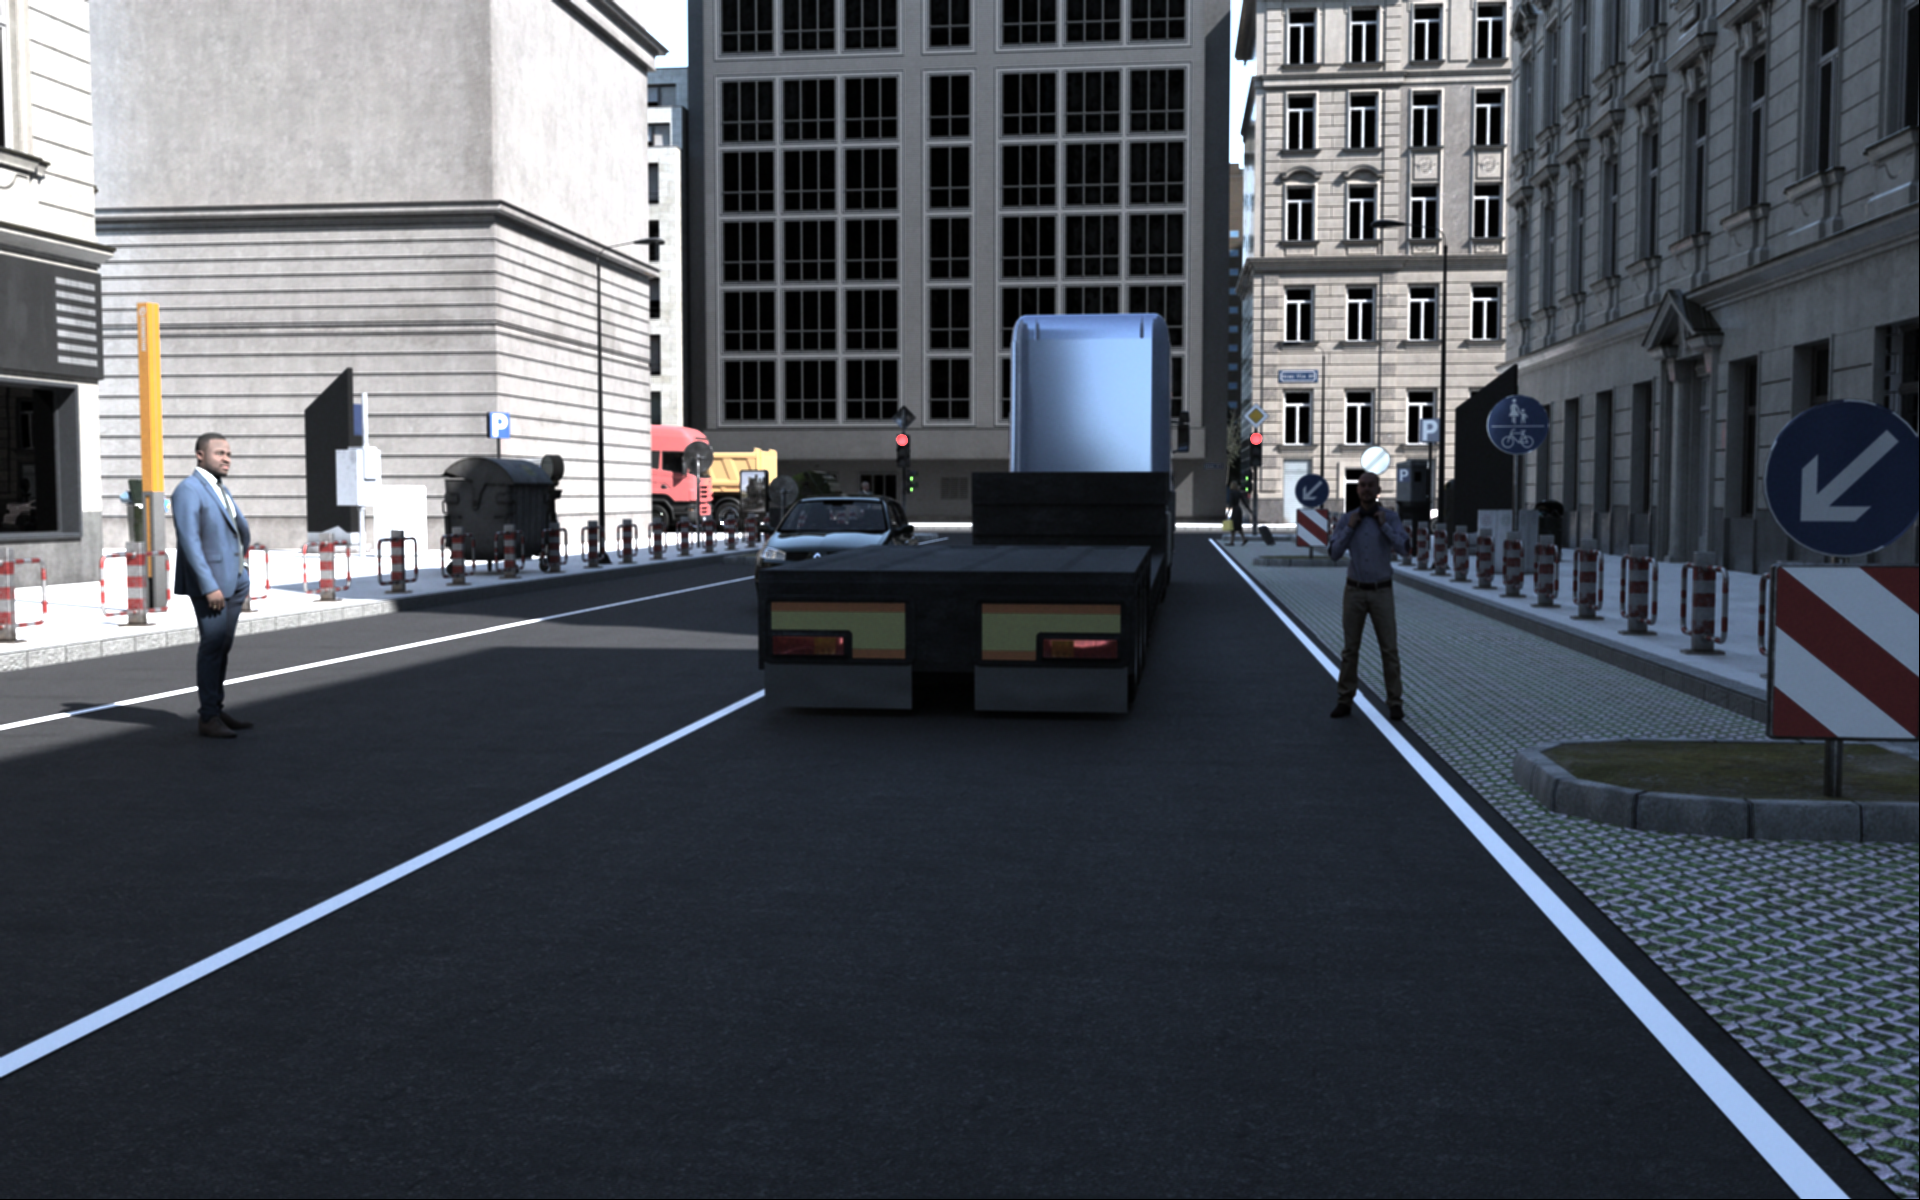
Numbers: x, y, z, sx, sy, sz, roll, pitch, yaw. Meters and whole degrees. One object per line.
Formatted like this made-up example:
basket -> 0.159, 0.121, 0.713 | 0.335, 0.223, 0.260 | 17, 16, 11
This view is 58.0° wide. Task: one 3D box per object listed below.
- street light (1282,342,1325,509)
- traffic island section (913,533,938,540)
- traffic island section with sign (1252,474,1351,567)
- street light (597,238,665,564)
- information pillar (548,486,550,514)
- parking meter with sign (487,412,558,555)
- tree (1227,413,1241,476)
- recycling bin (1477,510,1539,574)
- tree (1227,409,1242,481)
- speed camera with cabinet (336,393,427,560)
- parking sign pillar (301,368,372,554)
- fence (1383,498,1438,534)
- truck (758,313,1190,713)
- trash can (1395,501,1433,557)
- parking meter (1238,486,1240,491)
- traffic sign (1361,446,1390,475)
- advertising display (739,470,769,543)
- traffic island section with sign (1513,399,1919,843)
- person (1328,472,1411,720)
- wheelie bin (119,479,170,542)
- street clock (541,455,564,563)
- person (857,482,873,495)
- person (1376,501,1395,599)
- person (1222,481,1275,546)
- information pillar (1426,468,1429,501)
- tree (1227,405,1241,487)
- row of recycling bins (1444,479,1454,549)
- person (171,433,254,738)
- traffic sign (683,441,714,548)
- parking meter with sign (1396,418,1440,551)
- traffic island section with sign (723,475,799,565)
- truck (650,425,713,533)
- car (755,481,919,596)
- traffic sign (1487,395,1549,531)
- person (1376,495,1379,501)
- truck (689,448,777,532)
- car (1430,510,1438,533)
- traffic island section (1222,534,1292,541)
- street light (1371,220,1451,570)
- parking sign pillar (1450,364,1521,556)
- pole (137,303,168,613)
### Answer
street light -> 10.517, -4.913, 52.865 | 1.470, 5.913, 1.316 | 0, 4, 7
traffic island section -> -1.806, -2.001, 54.993 | 2.009, 0.180, 2.903 | 0, 4, 7
traffic island section with sign -> 6.900, -1.601, 34.797 | 1.989, 1.847, 2.006 | 0, 4, 7
street light -> -6.039, -3.611, 31.587 | 1.470, 5.913, 1.316 | 0, 4, 7
information pillar -> -9.268, -2.087, 38.613 | 0.304, 2.012, 0.304 | -2, 4, -35
parking meter with sign -> -9.200, -2.469, 36.634 | 1.738, 3.016, 0.543 | 3, 4, 36
tree -> 27.574, -15.377, 185.825 | 8.767, 10.594, 7.601 | 1, 4, 23
recycling bin -> 8.844, -0.943, 27.967 | 0.722, 1.027, 0.722 | -3, 5, -44
tree -> 22.694, -12.150, 149.016 | 4.360, 8.622, 3.978 | 0, 3, 0
speed camera with cabinet -> -11.599, -2.471, 34.737 | 0.660, 3.252, 2.038 | 1, 4, 21
parking sign pillar -> -13.523, -2.996, 37.458 | 1.447, 3.967, 1.447 | 2, 4, 27
fence -> 13.624, -2.538, 52.706 | 2.264, 1.192, 0.480 | 1, 4, 11
truck -> 1.152, -1.861, 20.193 | 2.967, 4.110, 18.799 | 0, 4, 8
trash can -> 9.354, -1.472, 35.724 | 0.748, 1.137, 0.748 | 0, 3, 0
parking meter -> 19.106, -6.951, 119.353 | 0.399, 1.863, 0.255 | 0, 4, -3
traffic sign -> 11.058, -2.816, 46.146 | 0.768, 2.556, 0.104 | 1, 4, 12
advertising display -> -5.469, -2.497, 46.046 | 0.974, 1.923, 0.123 | 3, 4, 37
traffic island section with sign -> 3.690, 0.036, 8.033 | 1.989, 1.847, 2.006 | 0, 4, 7
person -> 2.629, -0.033, 11.096 | 0.516, 1.574, 0.319 | 2, 4, 27
wheelie bin -> -17.585, -1.799, 37.321 | 0.980, 1.594, 0.693 | -3, 5, -40
street clock -> -7.547, -1.685, 32.116 | 0.358, 2.002, 0.471 | -3, 5, -42
person -> -2.546, -2.374, 47.717 | 0.834, 1.777, 0.661 | 3, 4, 36
person -> 5.749, -0.683, 23.573 | 0.435, 1.345, 0.340 | 2, 4, 33
person -> 7.973, -2.393, 47.843 | 1.509, 1.804, 0.699 | 0, 4, -6
information pillar -> 13.065, -2.720, 48.967 | 0.304, 2.012, 0.304 | 0, 4, -8
tree -> 29.495, -17.477, 202.763 | 9.611, 12.733, 9.660 | 0, 3, 0
row of recycling bins -> 12.245, -2.138, 42.066 | 1.069, 1.692, 3.534 | 1, 4, 15
person -> -4.512, -0.108, 10.446 | 0.419, 1.800, 0.721 | 0, 4, -8
traffic sign -> -6.261, -2.525, 41.389 | 0.768, 2.556, 0.104 | 1, 4, 12
parking meter with sign -> 10.254, -2.640, 39.428 | 1.738, 3.016, 0.543 | -3, 5, -44
traffic island section with sign -> -3.739, -1.680, 36.094 | 1.989, 1.847, 2.006 | 0, 4, 7
truck -> -13.929, -4.470, 62.000 | 11.283, 4.237, 2.839 | 0, 4, 8
car -> -1.545, -0.797, 22.818 | 2.009, 1.686, 4.222 | 0, 4, 5
traffic sign -> 7.163, -1.358, 22.310 | 0.768, 2.556, 0.104 | 1, 4, 11
person -> 14.815, -3.095, 61.694 | 0.523, 1.515, 0.503 | 0, 4, -5
truck -> -12.061, -4.312, 66.423 | 9.791, 3.379, 3.469 | 0, 4, 8
car -> 18.258, -2.974, 60.990 | 4.827, 1.381, 2.083 | 1, 4, 8
traffic island section -> 9.156, -1.920, 53.677 | 2.009, 0.180, 2.903 | 0, 4, 7
street light -> 7.656, -3.481, 29.451 | 1.470, 5.913, 1.316 | 0, 4, 7
parking sign pillar -> 11.129, -2.939, 36.531 | 1.447, 3.967, 1.447 | 3, 5, 41
pole -> -8.675, -1.514, 18.597 | 0.158, 3.312, 0.155 | 0, 3, 0
